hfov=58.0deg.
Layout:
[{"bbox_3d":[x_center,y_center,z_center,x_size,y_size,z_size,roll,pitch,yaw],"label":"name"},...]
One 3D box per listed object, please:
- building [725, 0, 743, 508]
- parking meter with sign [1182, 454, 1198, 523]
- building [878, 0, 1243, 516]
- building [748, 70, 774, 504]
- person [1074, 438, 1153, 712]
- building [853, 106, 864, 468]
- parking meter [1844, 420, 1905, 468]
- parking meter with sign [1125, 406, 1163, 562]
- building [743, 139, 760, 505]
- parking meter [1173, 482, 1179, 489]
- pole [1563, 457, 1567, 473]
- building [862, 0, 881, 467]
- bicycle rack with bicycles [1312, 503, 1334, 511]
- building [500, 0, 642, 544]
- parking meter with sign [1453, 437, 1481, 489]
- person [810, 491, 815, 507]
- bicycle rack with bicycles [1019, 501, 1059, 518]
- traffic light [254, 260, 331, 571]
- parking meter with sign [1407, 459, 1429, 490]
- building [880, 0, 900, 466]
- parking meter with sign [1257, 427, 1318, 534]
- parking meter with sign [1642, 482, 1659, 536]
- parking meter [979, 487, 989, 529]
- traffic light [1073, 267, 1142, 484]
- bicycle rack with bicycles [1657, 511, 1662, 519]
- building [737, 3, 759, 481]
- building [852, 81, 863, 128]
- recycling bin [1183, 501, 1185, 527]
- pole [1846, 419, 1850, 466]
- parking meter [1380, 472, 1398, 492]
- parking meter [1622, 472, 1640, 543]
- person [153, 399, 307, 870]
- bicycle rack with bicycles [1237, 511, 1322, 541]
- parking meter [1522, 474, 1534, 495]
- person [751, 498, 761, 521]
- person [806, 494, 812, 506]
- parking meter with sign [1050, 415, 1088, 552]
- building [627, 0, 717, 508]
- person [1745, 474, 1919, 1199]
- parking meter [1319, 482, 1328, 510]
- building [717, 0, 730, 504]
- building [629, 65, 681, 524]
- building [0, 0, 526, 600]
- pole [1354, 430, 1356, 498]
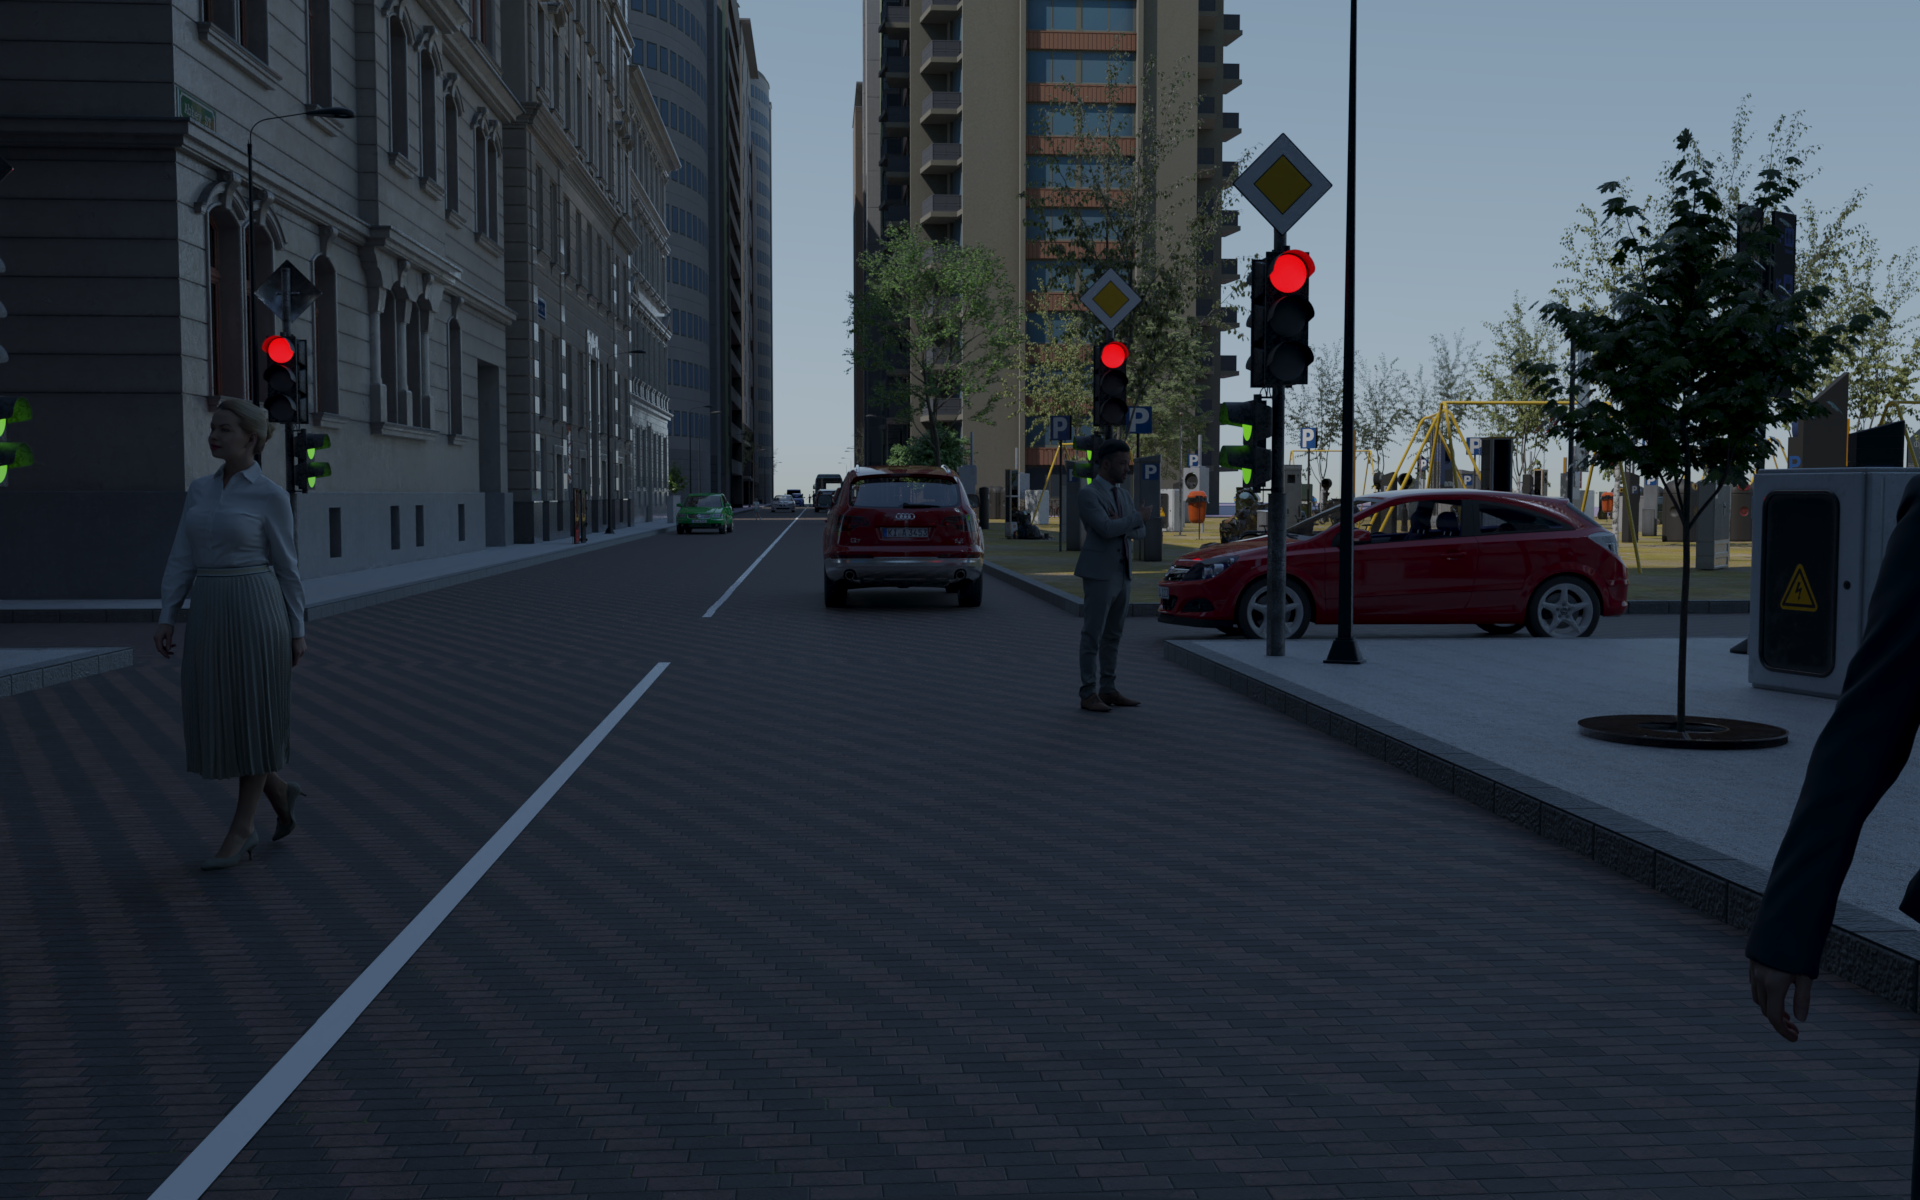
[{"bbox_3d":[-29.938,-32.085,148.285,21.300,48.544,21.600,0,4,-5],"label":"building"},{"bbox_3d":[9.982,-4.894,76.273,0.543,3.016,1.738,-1,4,-12],"label":"parking meter with sign"},{"bbox_3d":[5.909,-28.106,114.154,22.147,44.769,28.867,0,4,-5],"label":"building"},{"bbox_3d":[-36.164,-42.288,233.411,21.231,58.520,28.212,0,4,-5],"label":"building"},{"bbox_3d":[1.035,-0.173,11.513,0.466,1.800,0.511,2,4,27],"label":"person"},{"bbox_3d":[-5.060,-33.434,196.763,14.600,45.320,14.200,0,4,-5],"label":"building"},{"bbox_3d":[7.274,-0.497,13.832,0.399,1.863,0.255,1,4,13],"label":"parking meter"},{"bbox_3d":[3.606,-2.282,33.573,0.543,3.016,1.738,0,4,-5],"label":"parking meter with sign"},{"bbox_3d":[-32.063,-34.419,212.867,14.600,45.320,14.200,0,4,-5],"label":"building"},{"bbox_3d":[10.220,-4.640,81.569,0.399,1.863,0.255,2,4,25],"label":"parking meter"},{"bbox_3d":[33.440,-6.235,95.778,0.158,3.312,0.155,0,3,0],"label":"pole"},{"bbox_3d":[1.652,-37.676,157.995,21.231,58.520,28.212,0,4,-5],"label":"building"},{"bbox_3d":[15.842,-3.644,72.956,2.925,0.926,2.852,-2,4,-33],"label":"bicycle rack with bicycles"},{"bbox_3d":[-17.539,-15.781,55.291,12.463,27.353,25.104,0,4,-5],"label":"building"},{"bbox_3d":[15.675,-3.525,53.898,0.543,3.016,1.738,0,4,-6],"label":"parking meter with sign"},{"bbox_3d":[-16.327,-11.278,192.981,0.705,1.814,1.350,1,4,20],"label":"person"},{"bbox_3d":[3.933,-4.910,93.662,2.852,0.926,2.925,-2,4,-27],"label":"bicycle rack with bicycles"},{"bbox_3d":[-8.033,-1.950,20.796,0.839,4.253,0.868,0,4,-5],"label":"traffic light"},{"bbox_3d":[22.454,-5.506,86.278,1.738,3.016,0.543,-2,4,-25],"label":"parking meter with sign"},{"bbox_3d":[0.710,-27.678,136.132,14.154,41.232,14.086,0,4,-5],"label":"building"},{"bbox_3d":[8.486,-2.983,45.040,1.738,3.016,0.543,-2,4,-35],"label":"parking meter with sign"},{"bbox_3d":[21.179,-3.479,53.148,0.543,3.016,1.738,1,4,22],"label":"parking meter with sign"},{"bbox_3d":[0.873,-3.343,63.072,0.372,1.533,0.369,0,3,0],"label":"parking meter"},{"bbox_3d":[1.844,-1.999,21.611,0.839,4.253,0.868,0,4,-5],"label":"traffic light"},{"bbox_3d":[27.868,-3.242,66.390,2.852,0.926,2.925,0,4,-8],"label":"bicycle rack with bicycles"},{"bbox_3d":[-36.854,-36.806,191.023,28.713,52.752,27.495,0,4,-5],"label":"building"},{"bbox_3d":[1.132,-38.475,218.307,28.713,52.752,27.495,0,4,-5],"label":"building"},{"bbox_3d":[8.156,-3.304,66.581,0.722,1.027,0.722,-3,5,-41],"label":"recycling bin"},{"bbox_3d":[23.934,-3.242,46.846,0.158,3.312,0.155,0,3,0],"label":"pole"},{"bbox_3d":[11.278,-2.437,45.557,0.255,1.863,0.399,-3,4,-37],"label":"parking meter"},{"bbox_3d":[17.670,-2.440,45.605,0.399,1.863,0.255,-1,4,-21],"label":"parking meter"},{"bbox_3d":[-2.820,0.115,6.846,0.478,1.798,0.641,1,4,20],"label":"person"},{"bbox_3d":[6.146,-1.046,30.491,2.925,0.926,2.852,0,4,2],"label":"bicycle rack with bicycles"},{"bbox_3d":[16.790,-2.784,51.234,0.255,1.863,0.399,2,4,32],"label":"parking meter"},{"bbox_3d":[-10.999,-4.884,93.368,0.505,1.210,0.382,-1,4,-22],"label":"person"},{"bbox_3d":[-17.824,-11.824,205.088,1.065,1.426,0.557,3,5,44],"label":"person"},{"bbox_3d":[2.783,-2.622,39.133,0.543,3.016,1.738,3,5,41],"label":"parking meter with sign"},{"bbox_3d":[-26.481,-34.610,107.880,21.231,58.520,28.212,0,4,-5],"label":"building"},{"bbox_3d":[1.291,0.420,2.060,0.576,1.772,0.534,-1,4,-16],"label":"person"},{"bbox_3d":[18.245,-4.964,86.864,0.399,1.863,0.255,0,4,-4],"label":"parking meter"},{"bbox_3d":[-24.960,-27.340,130.600,14.154,41.232,14.086,0,4,-5],"label":"building"},{"bbox_3d":[-19.237,-14.820,78.459,11.583,22.565,21.152,0,4,-5],"label":"building"},{"bbox_3d":[-16.457,-14.891,30.865,14.401,28.519,23.554,0,4,-5],"label":"building"},{"bbox_3d":[12.576,-3.772,55.523,0.158,3.312,0.155,0,3,0],"label":"pole"}]
